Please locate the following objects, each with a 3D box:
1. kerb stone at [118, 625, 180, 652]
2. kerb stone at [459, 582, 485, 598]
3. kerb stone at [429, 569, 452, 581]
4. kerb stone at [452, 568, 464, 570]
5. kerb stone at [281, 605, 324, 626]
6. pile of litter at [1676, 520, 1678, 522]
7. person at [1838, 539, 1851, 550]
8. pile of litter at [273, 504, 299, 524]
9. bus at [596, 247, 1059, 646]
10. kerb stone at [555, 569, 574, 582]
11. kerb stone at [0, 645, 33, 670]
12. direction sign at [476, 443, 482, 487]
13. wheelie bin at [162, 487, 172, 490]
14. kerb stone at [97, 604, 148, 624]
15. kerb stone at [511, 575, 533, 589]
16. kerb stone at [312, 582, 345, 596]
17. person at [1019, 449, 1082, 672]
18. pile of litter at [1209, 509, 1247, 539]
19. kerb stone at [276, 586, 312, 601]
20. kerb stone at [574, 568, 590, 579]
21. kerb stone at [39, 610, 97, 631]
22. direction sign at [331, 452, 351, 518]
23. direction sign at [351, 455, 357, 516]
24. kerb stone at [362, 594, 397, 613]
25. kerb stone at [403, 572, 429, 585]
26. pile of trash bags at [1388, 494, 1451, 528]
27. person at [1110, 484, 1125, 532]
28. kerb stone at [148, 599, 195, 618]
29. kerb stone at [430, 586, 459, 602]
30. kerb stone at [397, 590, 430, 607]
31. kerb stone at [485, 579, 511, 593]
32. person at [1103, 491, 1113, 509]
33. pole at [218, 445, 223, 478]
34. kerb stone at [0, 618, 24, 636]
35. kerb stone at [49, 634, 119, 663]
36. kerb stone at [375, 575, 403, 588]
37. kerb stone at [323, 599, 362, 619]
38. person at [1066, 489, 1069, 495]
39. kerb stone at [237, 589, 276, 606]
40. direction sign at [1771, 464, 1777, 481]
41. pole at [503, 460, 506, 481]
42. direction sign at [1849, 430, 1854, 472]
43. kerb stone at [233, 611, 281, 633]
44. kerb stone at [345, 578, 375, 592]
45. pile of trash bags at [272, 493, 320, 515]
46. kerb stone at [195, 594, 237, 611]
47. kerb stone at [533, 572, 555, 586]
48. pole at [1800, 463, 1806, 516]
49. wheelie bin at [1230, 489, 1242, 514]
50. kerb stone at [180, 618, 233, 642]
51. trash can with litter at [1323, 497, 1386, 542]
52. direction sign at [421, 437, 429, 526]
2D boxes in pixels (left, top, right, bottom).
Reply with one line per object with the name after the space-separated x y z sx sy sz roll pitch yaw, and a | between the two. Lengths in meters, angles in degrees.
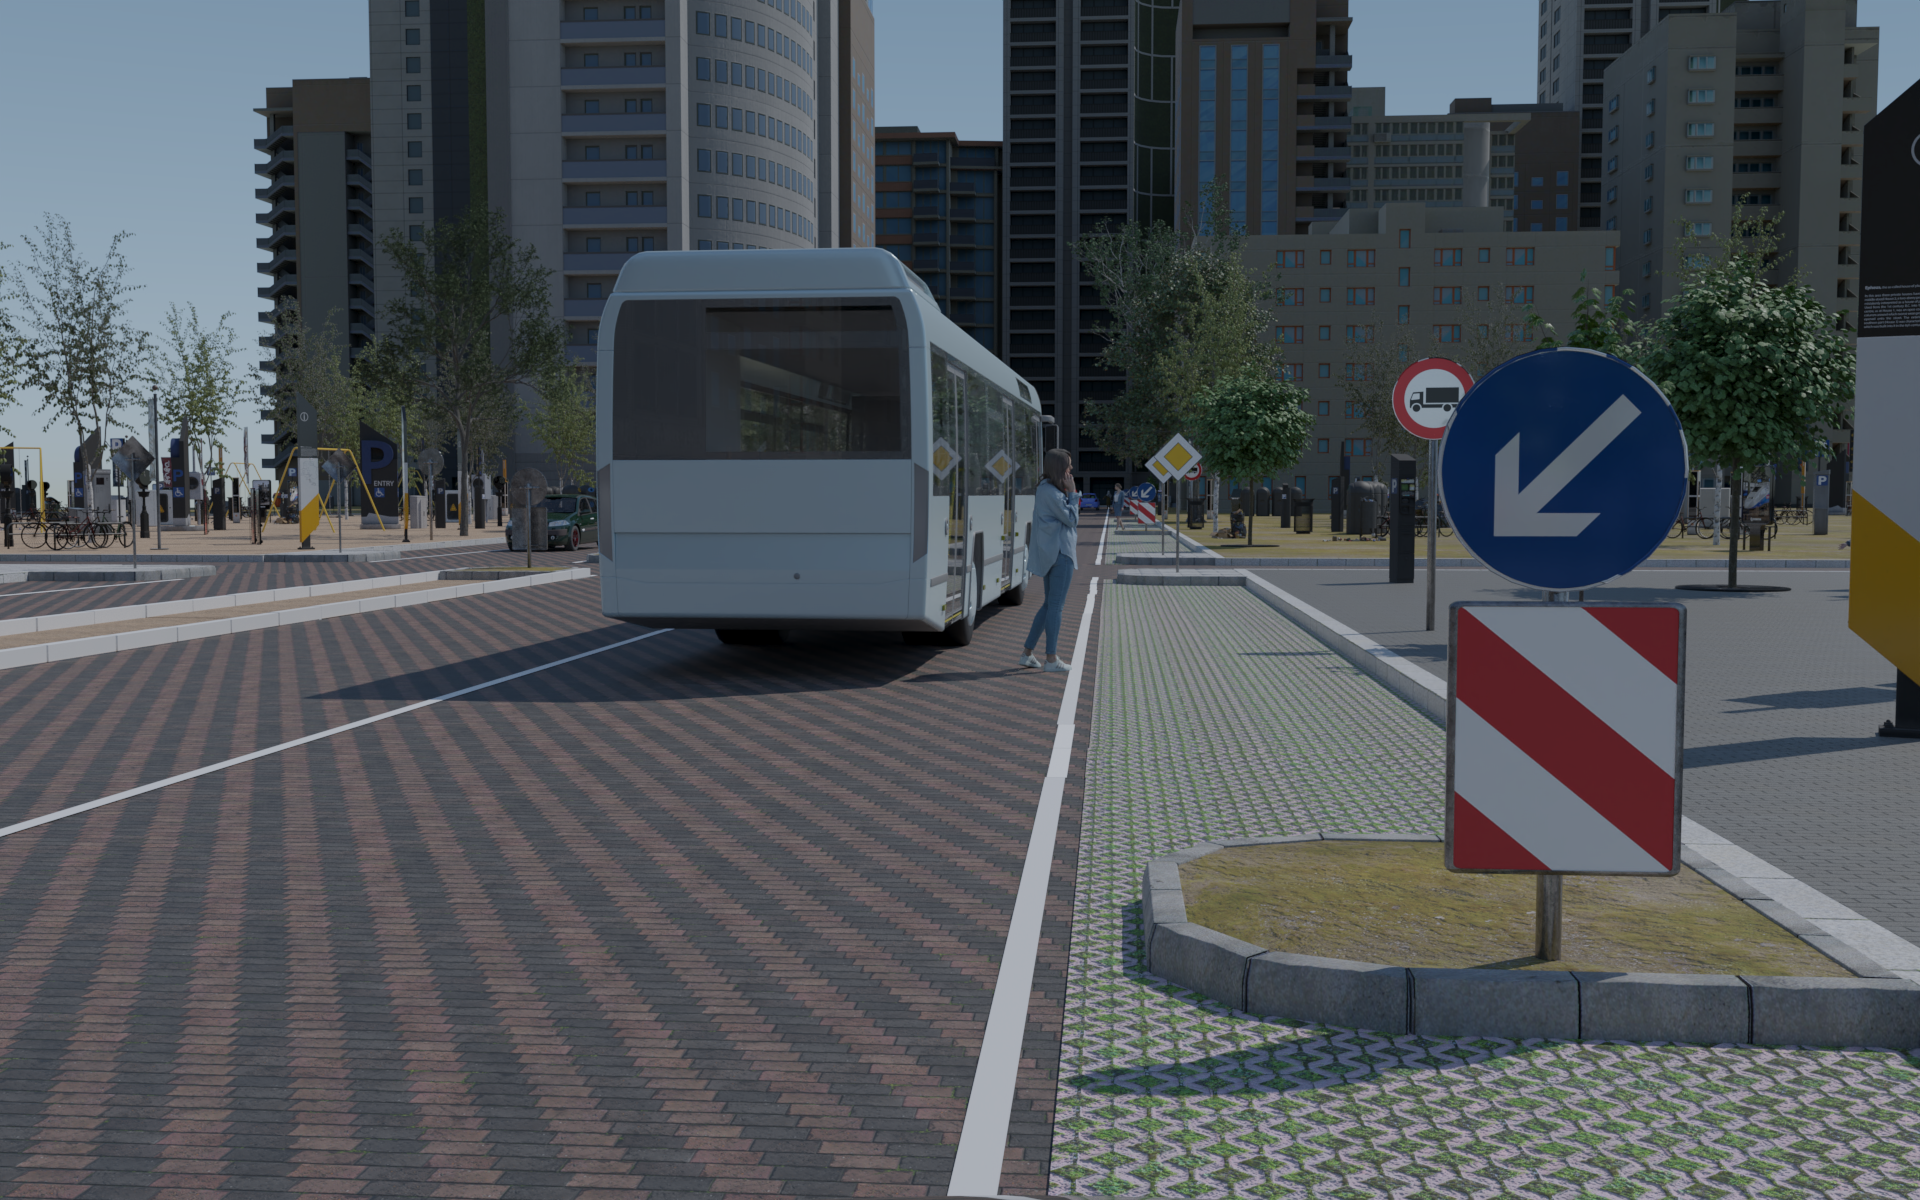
-7.666 0.366 16.232 0.120 0.150 1.000 0 4 5 | kerb stone
-6.957 -0.133 24.388 0.120 0.150 1.000 0 4 5 | kerb stone
-8.693 -0.396 28.670 0.120 0.150 1.000 0 4 5 | kerb stone
-8.600 -0.458 29.688 0.120 0.150 1.000 0 4 5 | kerb stone
-7.396 0.179 19.290 0.120 0.150 1.000 0 4 5 | kerb stone
32.476 -3.944 78.457 1.176 0.858 1.719 -1 4 -14 | pile of litter
16.922 -1.103 32.027 0.738 1.151 1.012 -3 4 -36 | person
-28.910 -3.682 74.171 1.176 0.858 1.719 0 4 6 | pile of litter
-0.722 -1.514 19.618 2.948 3.499 13.247 0 4 7 | bus
-6.605 -0.381 28.486 0.120 0.150 1.000 0 4 5 | kerb stone
-7.845 0.490 14.187 0.120 0.150 1.000 0 4 5 | kerb stone
-21.359 -5.194 76.917 0.379 3.537 0.876 -2 4 -29 | direction sign
-36.534 -4.410 80.005 0.693 1.594 0.980 1 4 21 | wheelie bin
-9.499 0.166 19.482 0.120 0.150 1.000 0 4 5 | kerb stone
-6.783 -0.256 26.434 0.120 0.150 1.000 0 4 5 | kerb stone
-9.037 -0.141 24.575 0.120 0.150 1.000 0 4 5 | kerb stone
0.725 -0.320 14.003 0.793 1.790 0.793 -3 5 -43 | person
7.797 -2.220 50.269 1.176 0.858 1.719 2 4 28 | pile of litter
-9.137 -0.083 23.554 0.120 0.150 1.000 0 4 5 | kerb stone
-6.508 -0.447 29.503 0.120 0.150 1.000 0 4 5 | kerb stone
-9.579 0.231 18.464 0.120 0.150 1.000 0 4 5 | kerb stone
-33.582 -6.212 93.569 0.876 3.537 0.379 1 4 21 | direction sign
-36.559 -6.831 103.676 0.379 3.537 0.876 1 4 18 | direction sign
-7.228 0.053 21.332 0.120 0.150 1.000 0 4 5 | kerb stone
-8.778 -0.331 27.648 0.120 0.150 1.000 0 4 5 | kerb stone
16.881 -3.418 65.630 3.447 1.369 1.912 -2 4 -24 | pile of trash bags
5.929 -3.417 64.395 0.654 1.822 0.581 -2 4 -28 | person
-9.403 0.106 20.500 0.120 0.150 1.000 0 4 5 | kerb stone
-7.048 -0.072 23.370 0.120 0.150 1.000 0 4 5 | kerb stone
-7.133 -0.010 22.352 0.120 0.150 1.000 0 4 5 | kerb stone
-6.858 -0.192 25.406 0.120 0.150 1.000 0 4 5 | kerb stone
13.847 -9.349 162.080 1.217 1.736 0.721 -3 4 -37 | person
-30.966 -4.817 72.594 0.158 3.312 0.155 0 3 0 | pole
-9.670 0.291 17.437 0.120 0.150 1.000 0 4 5 | kerb stone
-7.755 0.428 15.205 0.120 0.150 1.000 0 4 5 | kerb stone
-8.871 -0.268 26.624 0.120 0.150 1.000 0 4 5 | kerb stone
-7.316 0.115 20.309 0.120 0.150 1.000 0 4 5 | kerb stone
5.893 -5.259 94.587 0.391 1.810 0.635 -1 4 -18 | person
-9.228 -0.020 22.536 0.120 0.150 1.000 0 4 5 | kerb stone
48.002 -6.762 102.562 0.876 3.537 0.379 -2 4 -24 | direction sign
-27.168 -6.699 103.371 0.158 3.312 0.155 0 3 0 | pole
31.693 -4.208 60.801 0.876 3.537 0.379 1 4 23 | direction sign
-7.487 0.246 18.273 0.120 0.150 1.000 0 4 5 | kerb stone
-8.955 -0.205 25.599 0.120 0.150 1.000 0 4 5 | kerb stone
-41.718 -6.031 108.359 3.447 1.369 1.912 2 4 27 | pile of trash bags
-9.319 0.048 21.519 0.120 0.150 1.000 0 4 5 | kerb stone
-6.687 -0.322 27.456 0.120 0.150 1.000 0 4 5 | kerb stone
45.416 -6.082 93.288 0.158 3.312 0.155 0 3 0 | pole
16.413 -5.780 102.404 0.980 1.594 0.693 3 5 40 | wheelie bin
-7.576 0.308 17.251 0.120 0.150 1.000 0 4 5 | kerb stone
10.782 -2.222 47.389 2.233 1.210 1.678 -1 4 -20 | trash can with litter
-21.462 -4.726 69.266 0.379 3.537 0.876 -1 4 -23 | direction sign
